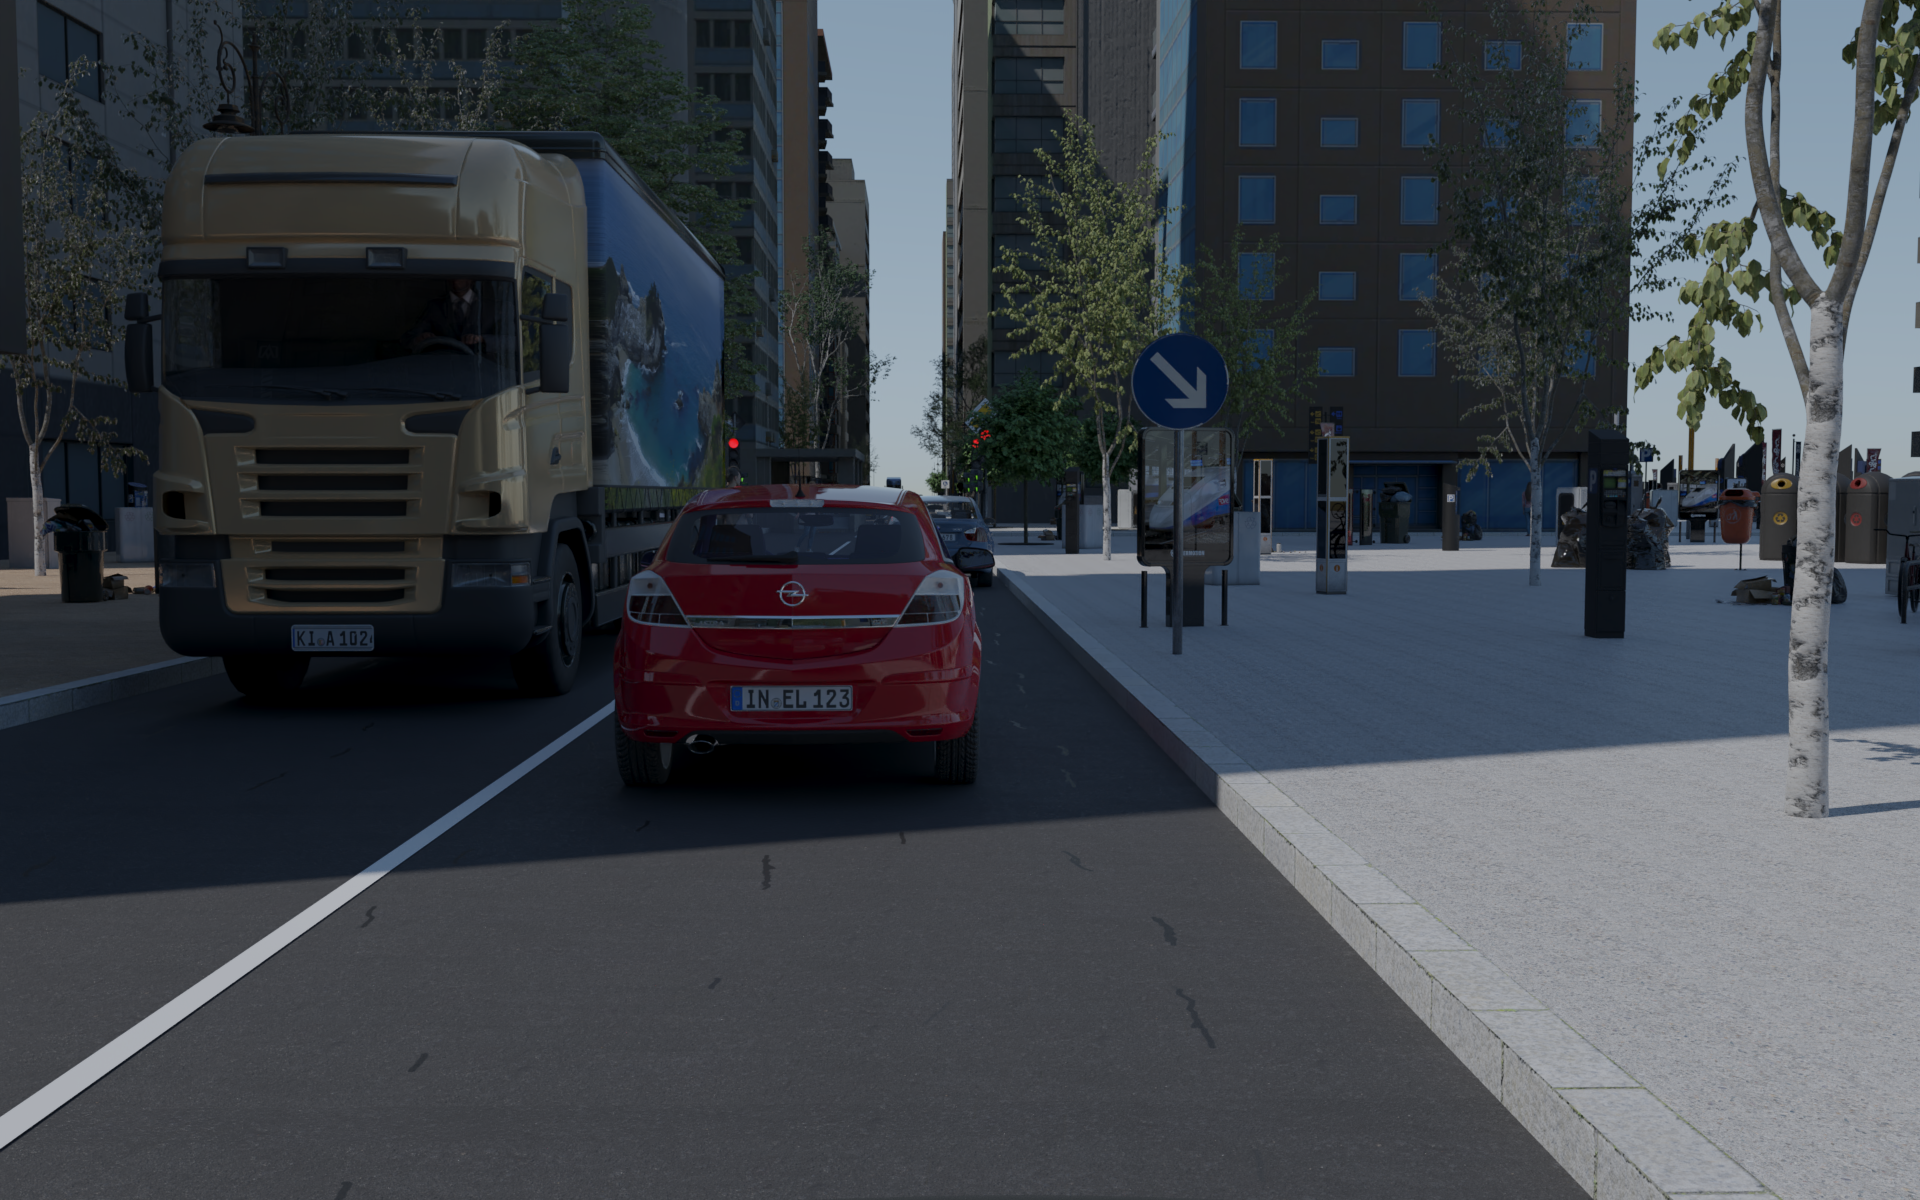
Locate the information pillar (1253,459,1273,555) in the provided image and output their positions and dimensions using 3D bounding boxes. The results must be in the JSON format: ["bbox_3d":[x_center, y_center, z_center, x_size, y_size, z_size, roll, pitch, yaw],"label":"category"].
[{"bbox_3d":[6.400,-1.964,36.608,0.304,2.012,0.304,-1,4,-13],"label":"information pillar"}]

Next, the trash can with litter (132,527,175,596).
[{"bbox_3d":[-9.947,-0.716,22.766,1.678,1.210,2.233,2,4,26],"label":"trash can with litter"}]

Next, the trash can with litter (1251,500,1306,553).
[{"bbox_3d":[6.623,-1.682,38.565,1.678,1.210,2.233,-1,4,-10],"label":"trash can with litter"}]

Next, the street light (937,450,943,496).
[{"bbox_3d":[-1.719,-11.911,167.535,0.468,5.910,1.993,0,4,-1],"label":"street light"}]

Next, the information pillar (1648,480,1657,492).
[{"bbox_3d":[35.628,-5.177,89.138,0.304,2.012,0.304,-2,4,-26],"label":"information pillar"}]

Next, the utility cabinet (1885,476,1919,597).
[{"bbox_3d":[11.799,-0.769,21.256,0.318,1.500,1.173,0,4,3],"label":"utility cabinet"}]

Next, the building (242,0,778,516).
[{"bbox_3d":[-20.196,-23.112,69.764,32.217,40.220,23.993,0,4,-1],"label":"building"}]

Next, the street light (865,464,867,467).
[{"bbox_3d":[-11.853,-15.030,218.534,0.468,5.910,1.993,0,4,-1],"label":"street light"}]

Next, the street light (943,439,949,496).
[{"bbox_3d":[-0.896,-9.822,133.377,0.468,5.910,1.993,0,4,-1],"label":"street light"}]

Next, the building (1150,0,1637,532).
[{"bbox_3d":[14.982,-25.273,63.318,14.200,45.320,14.600,0,4,-1],"label":"building"}]

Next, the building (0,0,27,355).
[{"bbox_3d":[-16.240,-21.962,9.194,14.600,45.320,14.200,0,4,-1],"label":"building"}]

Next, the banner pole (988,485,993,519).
[{"bbox_3d":[1.267,-4.966,71.207,0.401,3.779,0.863,-1,4,-16],"label":"banner pole"}]

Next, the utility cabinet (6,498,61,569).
[{"bbox_3d":[-16.048,-1.155,30.049,1.020,1.237,0.306,2,4,25],"label":"utility cabinet"}]

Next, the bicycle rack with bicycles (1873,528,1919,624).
[{"bbox_3d":[10.382,-0.233,17.192,2.852,0.926,2.925,3,5,41],"label":"bicycle rack with bicycles"}]

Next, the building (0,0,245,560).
[{"bbox_3d":[-28.998,-36.560,36.011,20.611,71.187,20.563,0,4,-1],"label":"building"}]

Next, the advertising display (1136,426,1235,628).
[{"bbox_3d":[2.177,-0.704,16.718,0.974,1.923,0.123,-1,4,-17],"label":"advertising display"}]

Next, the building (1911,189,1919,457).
[{"bbox_3d":[52.382,-27.286,69.835,21.600,48.544,21.300,0,4,-1],"label":"building"}]

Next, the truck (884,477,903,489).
[{"bbox_3d":[-10.678,-17.804,280.851,2.967,4.110,18.799,0,4,-2],"label":"truck"}]

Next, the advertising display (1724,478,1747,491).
[{"bbox_3d":[30.727,-3.879,68.635,0.974,1.923,0.123,-1,4,-16],"label":"advertising display"}]

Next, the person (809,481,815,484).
[{"bbox_3d":[-3.674,-1.942,40.924,0.598,1.740,0.731,2,4,28],"label":"person"}]

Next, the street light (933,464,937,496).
[{"bbox_3d":[-2.677,-14.468,209.336,0.468,5.910,1.993,0,4,-1],"label":"street light"}]

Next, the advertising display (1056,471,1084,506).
[{"bbox_3d":[3.098,-2.665,48.793,0.123,1.923,0.974,-3,5,-43],"label":"advertising display"}]

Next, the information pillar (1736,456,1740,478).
[{"bbox_3d":[47.468,-6.993,105.697,0.183,3.616,0.504,0,4,2],"label":"information pillar"}]

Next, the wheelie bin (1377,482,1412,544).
[{"bbox_3d":[11.268,-2.260,44.866,0.693,1.594,0.980,-3,5,-43],"label":"wheelie bin"}]

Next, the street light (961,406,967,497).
[{"bbox_3d":[0.245,-7.225,90.909,0.468,5.910,1.993,0,4,-1],"label":"street light"}]

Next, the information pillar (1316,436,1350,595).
[{"bbox_3d":[4.766,-1.081,22.173,0.304,2.012,0.304,-1,4,-17],"label":"information pillar"}]

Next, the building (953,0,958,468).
[{"bbox_3d":[9.775,-39.862,193.749,21.231,58.520,28.212,0,4,-1],"label":"building"}]

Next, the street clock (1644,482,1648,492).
[{"bbox_3d":[39.687,-5.851,100.226,0.358,2.002,0.471,1,4,9],"label":"street clock"}]

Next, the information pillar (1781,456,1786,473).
[{"bbox_3d":[51.281,-7.143,108.135,0.183,3.616,0.504,-3,4,-39],"label":"information pillar"}]

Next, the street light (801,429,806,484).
[{"bbox_3d":[-9.082,-7.807,100.429,0.468,5.910,1.993,0,4,-1],"label":"street light"}]

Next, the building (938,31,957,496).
[{"bbox_3d":[6.887,-50.724,267.594,20.563,71.187,20.611,0,4,-1],"label":"building"}]

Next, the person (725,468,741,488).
[{"bbox_3d":[-2.967,-0.881,23.252,0.599,1.781,0.374,0,4,4],"label":"person"}]

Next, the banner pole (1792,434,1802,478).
[{"bbox_3d":[34.827,-5.026,72.195,0.863,3.779,0.401,-3,4,-37],"label":"banner pole"}]

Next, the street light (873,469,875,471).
[{"bbox_3d":[-12.936,-17.583,260.267,0.468,5.910,1.993,0,4,-1],"label":"street light"}]

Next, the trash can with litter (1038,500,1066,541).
[{"bbox_3d":[2.716,-2.231,47.860,1.055,1.170,0.624,-2,4,-25],"label":"trash can with litter"}]

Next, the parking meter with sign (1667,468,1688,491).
[{"bbox_3d":[48.562,-7.445,117.979,1.738,3.016,0.543,2,4,31],"label":"parking meter with sign"}]

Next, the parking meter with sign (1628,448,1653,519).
[{"bbox_3d":[25.046,-4.177,64.563,1.738,3.016,0.543,-2,4,-33],"label":"parking meter with sign"}]

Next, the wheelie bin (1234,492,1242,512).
[{"bbox_3d":[4.127,-1.232,28.045,0.693,1.594,0.980,-1,4,-21],"label":"wheelie bin"}]

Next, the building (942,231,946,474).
[{"bbox_3d":[4.001,-38.874,285.691,14.600,45.320,14.200,0,4,-1],"label":"building"}]

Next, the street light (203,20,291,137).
[{"bbox_3d":[-7.083,-2.738,17.560,0.468,5.910,1.993,0,4,-1],"label":"street light"}]

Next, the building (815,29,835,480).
[{"bbox_3d":[-23.128,-30.993,161.364,22.147,44.769,28.867,0,4,-1],"label":"building"}]

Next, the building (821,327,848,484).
[{"bbox_3d":[-26.725,-21.149,190.825,27.650,21.520,28.899,0,4,-1],"label":"building"}]

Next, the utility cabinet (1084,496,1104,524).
[{"bbox_3d":[5.668,-3.826,73.721,1.020,1.237,0.306,0,4,4],"label":"utility cabinet"}]

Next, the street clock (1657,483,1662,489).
[{"bbox_3d":[44.631,-6.496,110.772,0.358,2.002,0.471,-3,5,-44],"label":"street clock"}]

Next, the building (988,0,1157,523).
[{"bbox_3d":[8.259,-24.350,81.709,14.154,41.232,14.086,0,4,-1],"label":"building"}]

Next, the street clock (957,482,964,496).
[{"bbox_3d":[0.040,-6.237,106.552,0.471,2.002,0.358,0,4,6],"label":"street clock"}]

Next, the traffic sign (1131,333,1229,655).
[{"bbox_3d":[1.742,-0.837,13.799,0.768,2.556,0.104,0,4,5],"label":"traffic sign"}]

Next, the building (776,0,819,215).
[{"bbox_3d":[-18.728,-29.954,139.856,14.600,45.320,14.200,0,4,-1],"label":"building"}]

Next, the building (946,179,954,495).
[{"bbox_3d":[5.156,-33.230,226.905,14.154,41.232,14.086,0,4,-1],"label":"building"}]

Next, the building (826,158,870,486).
[{"bbox_3d":[-24.139,-38.470,252.679,21.300,48.544,21.600,0,4,-1],"label":"building"}]

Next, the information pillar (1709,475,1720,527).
[{"bbox_3d":[29.190,-3.825,67.034,0.304,2.012,0.304,1,4,11],"label":"information pillar"}]

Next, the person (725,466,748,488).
[{"bbox_3d":[-3.734,-1.294,29.022,0.648,1.900,0.474,-3,5,-42],"label":"person"}]

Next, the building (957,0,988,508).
[{"bbox_3d":[10.657,-32.065,147.957,21.300,48.544,21.600,0,4,-1],"label":"building"}]

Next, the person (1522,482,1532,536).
[{"bbox_3d":[17.804,-2.782,53.996,0.555,1.821,0.388,2,4,32],"label":"person"}]

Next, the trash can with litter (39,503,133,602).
[{"bbox_3d":[-10.450,-0.574,20.769,0.624,1.170,1.055,0,4,4],"label":"trash can with litter"}]

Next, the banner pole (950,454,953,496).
[{"bbox_3d":[-0.520,-7.237,108.347,0.401,3.779,0.863,0,4,6],"label":"banner pole"}]

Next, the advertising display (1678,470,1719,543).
[{"bbox_3d":[19.580,-2.491,45.940,0.974,1.923,0.123,1,4,18],"label":"advertising display"}]

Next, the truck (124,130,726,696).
[{"bbox_3d":[-4.008,-1.638,15.701,2.839,4.237,11.283,0,4,-1],"label":"truck"}]

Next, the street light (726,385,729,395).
[{"bbox_3d":[-8.010,-5.251,58.642,0.468,5.910,1.993,0,4,-1],"label":"street light"}]

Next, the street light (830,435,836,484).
[{"bbox_3d":[-9.950,-9.991,136.136,0.468,5.910,1.993,0,4,-1],"label":"street light"}]
